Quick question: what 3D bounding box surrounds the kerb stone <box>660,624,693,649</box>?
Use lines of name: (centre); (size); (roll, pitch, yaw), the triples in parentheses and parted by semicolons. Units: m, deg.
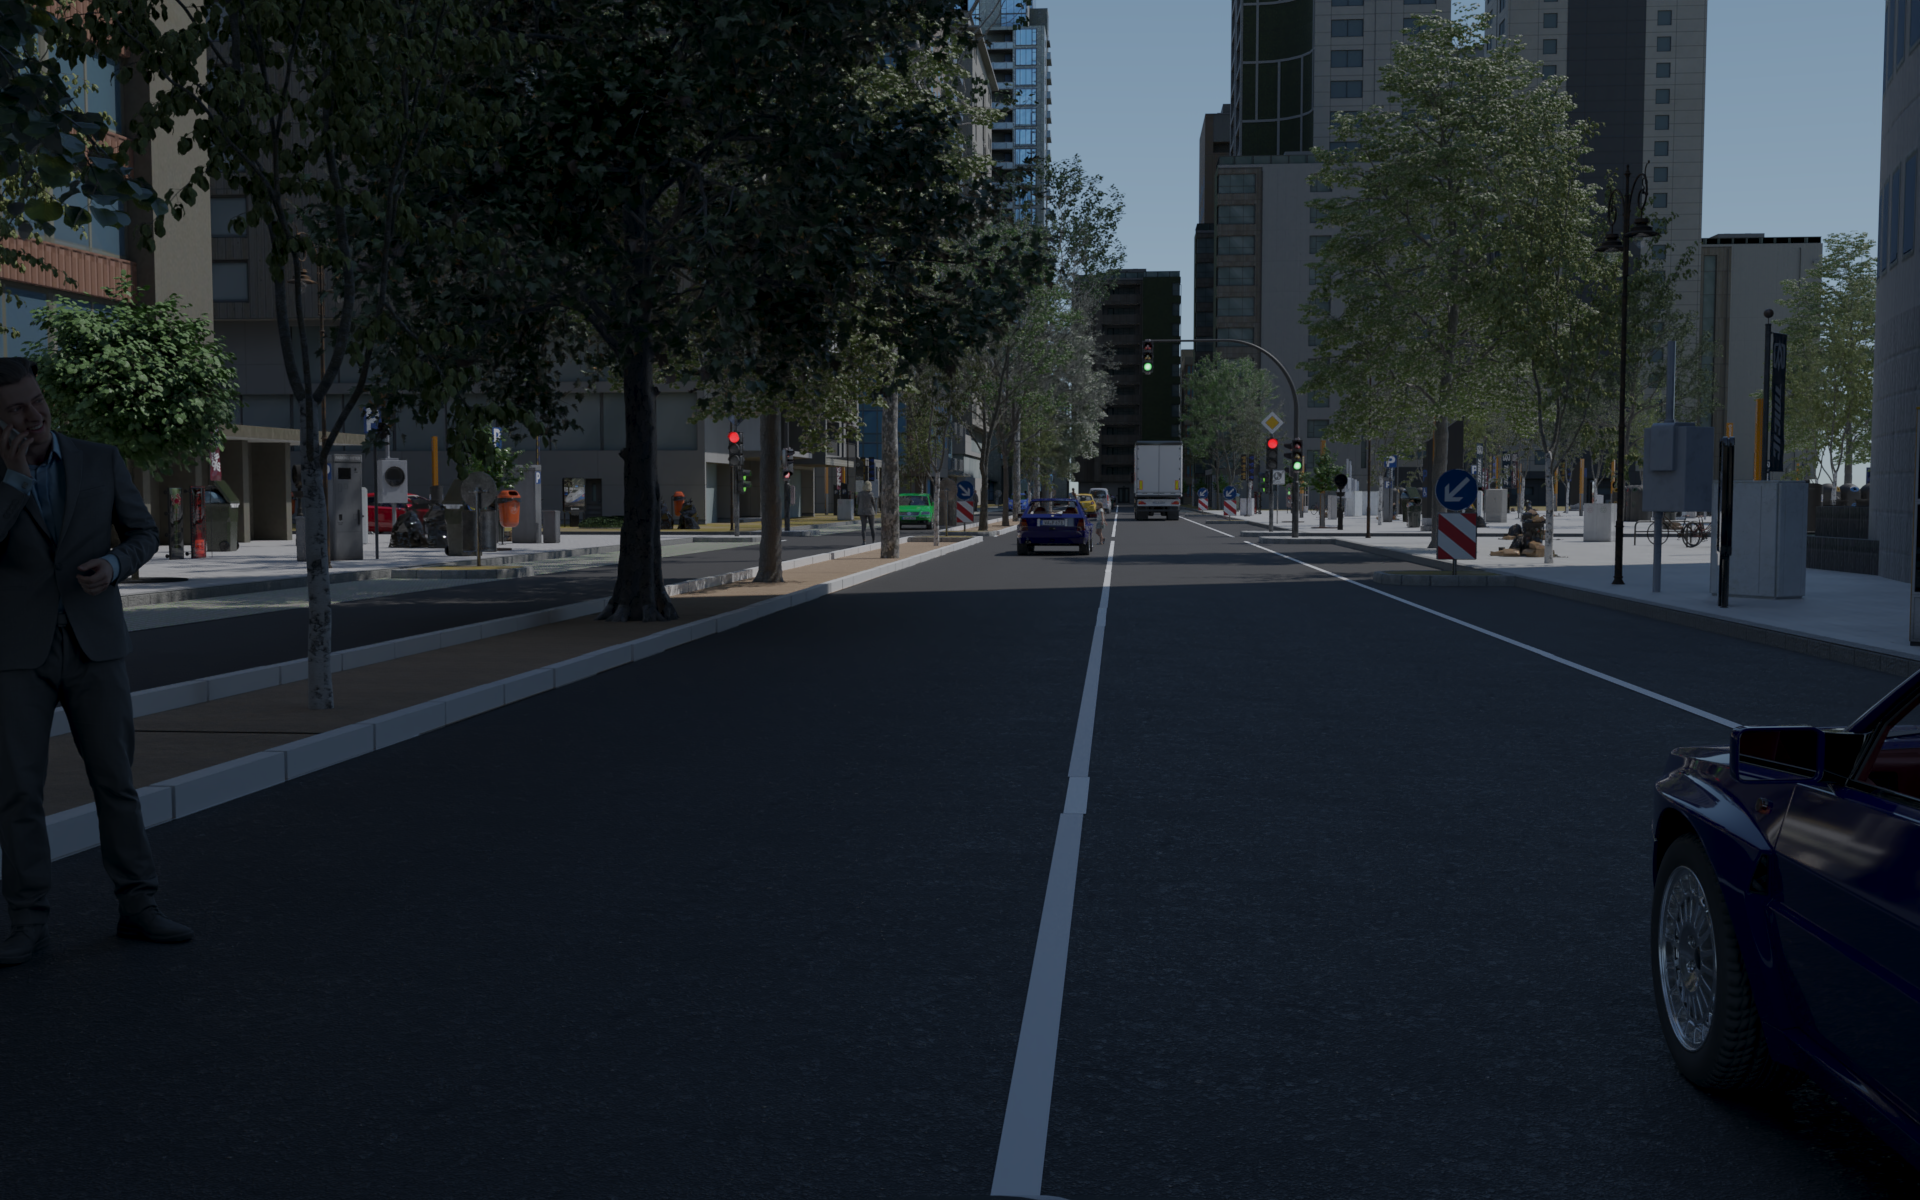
kerb stone: (-2.720, 0.359, 16.329); (0.120, 0.150, 1.000); (0, 4, 5)

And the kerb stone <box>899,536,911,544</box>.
kerb stone: (-1.619, -1.776, 51.227); (0.120, 0.150, 1.000); (0, 4, 5)

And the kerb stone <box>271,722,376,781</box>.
kerb stone: (-3.374, 0.798, 9.156); (0.120, 0.150, 1.000); (0, 4, 5)

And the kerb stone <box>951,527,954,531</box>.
kerb stone: (-0.437, -2.555, 63.971); (0.120, 0.150, 1.000); (0, 4, 5)

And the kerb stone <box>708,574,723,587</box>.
kerb stone: (-3.862, -0.276, 26.720); (0.120, 0.150, 1.000); (0, 4, 5)

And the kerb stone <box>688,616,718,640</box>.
kerb stone: (-2.623, 0.297, 17.348); (0.120, 0.150, 1.000); (0, 4, 5)

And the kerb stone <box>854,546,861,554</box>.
kerb stone: (-2.549, -1.152, 41.027); (0.120, 0.150, 1.000); (0, 4, 5)

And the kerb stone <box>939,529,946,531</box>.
kerb stone: (-0.619, -2.431, 61.935); (0.120, 0.150, 1.000); (0, 4, 5)

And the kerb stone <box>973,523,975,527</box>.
kerb stone: (0.415, -3.116, 73.178); (0.120, 0.150, 1.000); (0, 4, 5)

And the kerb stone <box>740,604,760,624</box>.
kerb stone: (-2.431, 0.179, 19.388); (0.120, 0.150, 1.000); (0, 4, 5)

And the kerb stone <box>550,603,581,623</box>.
kerb stone: (-4.520, 0.161, 19.557); (0.120, 0.150, 1.000); (0, 4, 5)

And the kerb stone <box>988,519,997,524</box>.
kerb stone: (1.637, -3.929, 86.458); (0.120, 0.150, 1.000); (0, 4, 5)

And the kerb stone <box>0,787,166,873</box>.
kerb stone: (-3.564, 0.925, 7.107); (0.120, 0.150, 1.000); (0, 4, 5)

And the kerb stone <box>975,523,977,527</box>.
kerb stone: (0.507, -3.179, 74.197); (0.120, 0.150, 1.000); (0, 4, 5)

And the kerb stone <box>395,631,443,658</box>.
kerb stone: (-4.901, 0.410, 15.485); (0.120, 0.150, 1.000); (0, 4, 5)

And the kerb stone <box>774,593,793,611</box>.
kerb stone: (-2.250, 0.046, 21.436); (0.120, 0.150, 1.000); (0, 4, 5)

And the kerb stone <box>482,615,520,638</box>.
kerb stone: (-4.714, 0.286, 17.522); (0.120, 0.150, 1.000); (0, 4, 5)

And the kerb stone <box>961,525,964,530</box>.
kerb stone: (-0.060, -2.806, 68.067); (0.120, 0.150, 1.000); (0, 4, 5)

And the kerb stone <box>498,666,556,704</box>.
kerb stone: (-3.096, 0.612, 12.236); (0.120, 0.150, 1.000); (0, 4, 5)

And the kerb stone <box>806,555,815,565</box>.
kerb stone: (-3.120, -0.777, 34.896); (0.120, 0.150, 1.000); (0, 4, 5)

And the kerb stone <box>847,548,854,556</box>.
kerb stone: (-2.641, -1.088, 40.003); (0.120, 0.150, 1.000); (0, 4, 5)

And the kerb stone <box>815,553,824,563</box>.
kerb stone: (-3.017, -0.839, 35.913); (0.120, 0.150, 1.000); (0, 4, 5)

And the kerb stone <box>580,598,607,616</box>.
kerb stone: (-4.436, 0.100, 20.582); (0.120, 0.150, 1.000); (0, 4, 5)

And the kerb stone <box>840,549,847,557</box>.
kerb stone: (-2.747, -1.027, 38.983); (0.120, 0.150, 1.000); (0, 4, 5)

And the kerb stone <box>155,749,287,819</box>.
kerb stone: (-3.466, 0.861, 8.124); (0.120, 0.150, 1.000); (0, 4, 5)

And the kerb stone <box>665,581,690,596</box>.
kerb stone: (-4.058, -0.146, 24.664); (0.120, 0.150, 1.000); (0, 4, 5)

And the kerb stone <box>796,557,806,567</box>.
kerb stone: (-3.203, -0.715, 33.878); (0.120, 0.150, 1.000); (0, 4, 5)

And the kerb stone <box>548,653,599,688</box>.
kerb stone: (-2.991, 0.547, 13.255); (0.120, 0.150, 1.000); (0, 4, 5)

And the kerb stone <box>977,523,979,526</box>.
kerb stone: (0.597, -3.237, 75.221); (0.120, 0.150, 1.000); (0, 4, 5)

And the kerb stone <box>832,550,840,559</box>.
kerb stone: (-2.827, -0.962, 37.948); (0.120, 0.150, 1.000); (0, 4, 5)

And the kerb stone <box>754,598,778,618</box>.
kerb stone: (-2.339, 0.109, 20.416); (0.120, 0.150, 1.000); (0, 4, 5)

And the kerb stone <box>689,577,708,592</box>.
kerb stone: (-3.956, -0.214, 25.688); (0.120, 0.150, 1.000); (0, 4, 5)

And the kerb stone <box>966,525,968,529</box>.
kerb stone: (0.119, -2.930, 70.108); (0.120, 0.150, 1.000); (0, 4, 5)

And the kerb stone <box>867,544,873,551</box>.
kerb stone: (-2.365, -1.276, 43.064); (0.120, 0.150, 1.000); (0, 4, 5)

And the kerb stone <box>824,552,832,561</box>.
kerb stone: (-2.929, -0.901, 36.931); (0.120, 0.150, 1.000); (0, 4, 5)

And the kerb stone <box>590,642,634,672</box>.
kerb stone: (-2.911, 0.485, 14.274); (0.120, 0.150, 1.000); (0, 4, 5)

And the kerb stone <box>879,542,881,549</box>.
kerb stone: (-2.171, -1.401, 45.105); (0.120, 0.150, 1.000); (0, 4, 5)

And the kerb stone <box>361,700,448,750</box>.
kerb stone: (-3.278, 0.735, 10.180); (0.120, 0.150, 1.000); (0, 4, 5)

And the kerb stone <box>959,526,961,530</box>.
kerb stone: (-0.153, -2.743, 67.046); (0.120, 0.150, 1.000); (0, 4, 5)

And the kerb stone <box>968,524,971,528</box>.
kerb stone: (0.228, -2.993, 71.135); (0.120, 0.150, 1.000); (0, 4, 5)

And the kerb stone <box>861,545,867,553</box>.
kerb stone: (-2.451, -1.214, 42.046); (0.120, 0.150, 1.000); (0, 4, 5)

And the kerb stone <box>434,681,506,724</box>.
kerb stone: (-3.190, 0.672, 11.206); (0.120, 0.150, 1.000); (0, 4, 5)

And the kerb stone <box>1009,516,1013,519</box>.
kerb stone: (3.139, -4.929, 102.778); (0.120, 0.150, 1.000); (0, 4, 5)

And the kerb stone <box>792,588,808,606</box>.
kerb stone: (-2.148, -0.014, 22.453); (0.120, 0.150, 1.000); (0, 4, 5)

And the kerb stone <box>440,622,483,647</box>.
kerb stone: (-4.809, 0.348, 16.505); (0.120, 0.150, 1.000); (0, 4, 5)

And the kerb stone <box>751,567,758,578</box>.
kerb stone: (-3.582, -0.465, 29.797); (0.120, 0.150, 1.000); (0, 4, 5)

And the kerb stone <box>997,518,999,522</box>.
kerb stone: (1.724, -3.993, 87.481); (0.120, 0.150, 1.000); (0, 4, 5)

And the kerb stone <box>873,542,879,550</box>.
kerb stone: (-2.263, -1.339, 44.087); (0.120, 0.150, 1.000); (0, 4, 5)

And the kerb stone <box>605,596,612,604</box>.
kerb stone: (-4.340, 0.039, 21.607); (0.120, 0.150, 1.000); (0, 4, 5)

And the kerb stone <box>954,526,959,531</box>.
kerb stone: (-0.250, -2.680, 66.022); (0.120, 0.150, 1.000); (0, 4, 5)

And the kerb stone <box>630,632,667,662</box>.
kerb stone: (-2.800, 0.424, 15.302); (0.120, 0.150, 1.000); (0, 4, 5)

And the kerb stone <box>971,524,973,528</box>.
kerb stone: (0.320, -3.056, 72.158); (0.120, 0.150, 1.000); (0, 4, 5)

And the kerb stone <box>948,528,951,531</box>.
kerb stone: (-0.535, -2.493, 62.953); (0.120, 0.150, 1.000); (0, 4, 5)

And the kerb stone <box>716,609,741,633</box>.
kerb stone: (-2.515, 0.234, 18.364); (0.120, 0.150, 1.000); (0, 4, 5)

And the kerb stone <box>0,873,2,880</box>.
kerb stone: (-3.657, 0.985, 6.089); (0.120, 0.150, 1.000); (0, 4, 5)

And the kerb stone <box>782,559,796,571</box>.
kerb stone: (-3.303, -0.652, 32.858); (0.120, 0.150, 1.000); (0, 4, 5)

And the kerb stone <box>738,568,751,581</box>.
kerb stone: (-3.678, -0.399, 28.780); (0.120, 0.150, 1.000); (0, 4, 5)

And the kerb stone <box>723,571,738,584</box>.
kerb stone: (-3.760, -0.339, 27.736); (0.120, 0.150, 1.000); (0, 4, 5)

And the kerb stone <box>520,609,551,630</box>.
kerb stone: (-4.624, 0.227, 18.541); (0.120, 0.150, 1.000); (0, 4, 5)
